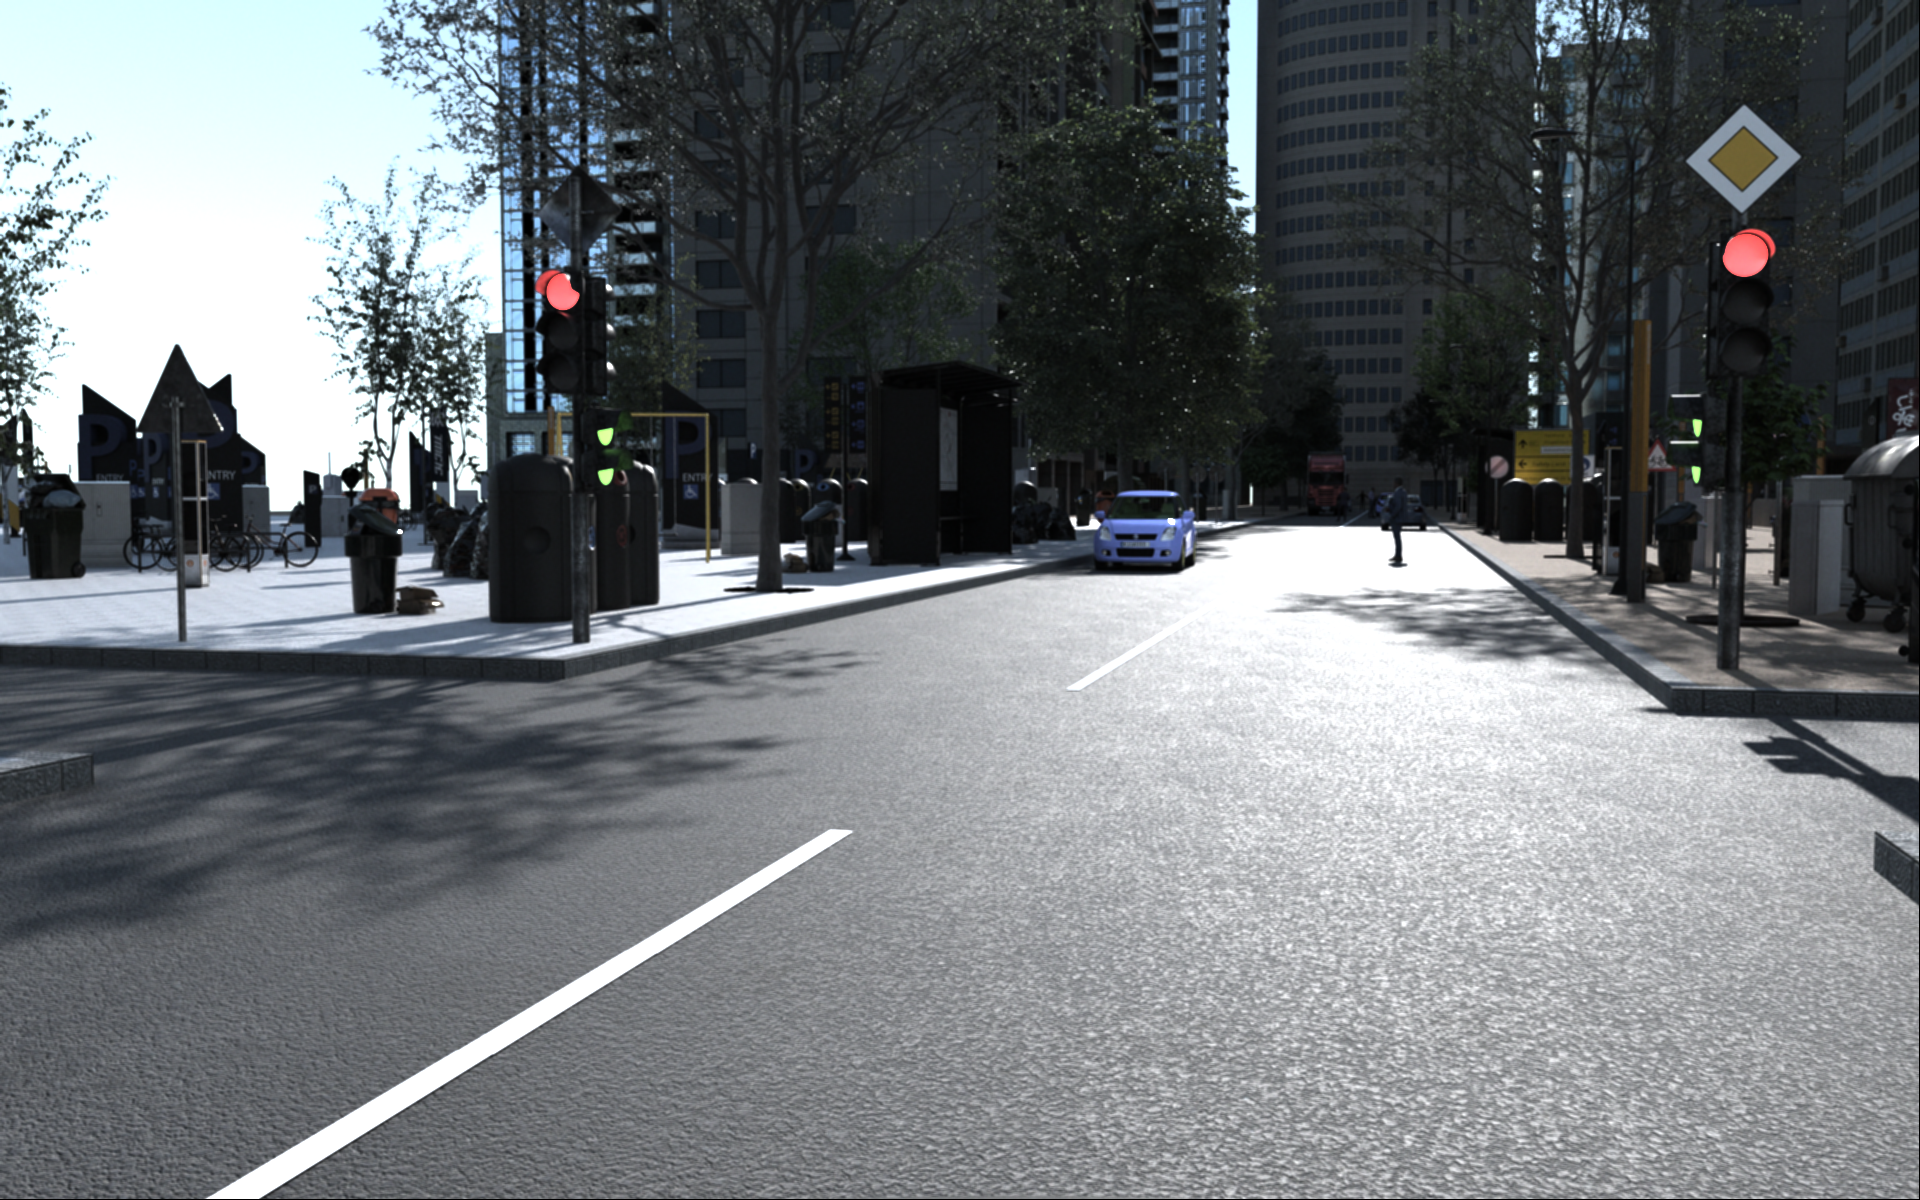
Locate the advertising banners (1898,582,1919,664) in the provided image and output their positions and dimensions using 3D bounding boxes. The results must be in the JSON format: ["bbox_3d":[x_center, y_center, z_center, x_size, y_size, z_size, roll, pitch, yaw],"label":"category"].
[{"bbox_3d":[7.293,-0.978,12.170,0.090,3.025,2.074,0,4,-3],"label":"advertising banners"}]

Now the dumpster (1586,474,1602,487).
[{"bbox_3d":[18.427,-2.680,49.571,1.264,1.857,1.865,1,4,14],"label":"dumpster"}]

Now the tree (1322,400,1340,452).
[{"bbox_3d":[32.143,-14.949,162.537,7.486,12.596,7.792,0,3,0],"label":"tree"}]

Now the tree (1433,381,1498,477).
[{"bbox_3d":[31.249,-9.537,106.299,4.360,8.622,3.978,0,3,0],"label":"tree"}]

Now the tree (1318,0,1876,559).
[{"bbox_3d":[12.258,-7.567,34.086,12.009,13.543,11.850,0,3,0],"label":"tree"}]

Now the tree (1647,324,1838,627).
[{"bbox_3d":[7.625,-1.375,17.089,1.663,3.219,1.824,0,3,0],"label":"tree"}]

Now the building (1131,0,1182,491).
[{"bbox_3d":[3.313,-30.078,146.406,28.867,44.769,22.147,1,4,14],"label":"building"}]

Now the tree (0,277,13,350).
[{"bbox_3d":[-22.716,-5.318,37.313,4.737,8.622,4.395,0,3,0],"label":"tree"}]

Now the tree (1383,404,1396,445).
[{"bbox_3d":[34.817,-11.572,123.611,8.767,10.594,7.601,-1,4,-11],"label":"tree"}]

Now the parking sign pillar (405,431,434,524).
[{"bbox_3d":[-23.218,-5.272,74.667,1.447,3.967,1.447,1,4,11],"label":"parking sign pillar"}]

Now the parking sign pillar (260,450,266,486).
[{"bbox_3d":[-32.145,-5.506,78.496,1.447,3.967,1.447,1,4,11],"label":"parking sign pillar"}]

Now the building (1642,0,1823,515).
[{"bbox_3d":[50.572,-34.048,98.688,21.231,58.520,28.212,1,4,14],"label":"building"}]

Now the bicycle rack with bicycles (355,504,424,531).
[{"bbox_3d":[-20.228,-2.958,61.737,2.925,0.926,2.852,3,5,44],"label":"bicycle rack with bicycles"}]

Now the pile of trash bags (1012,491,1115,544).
[{"bbox_3d":[2.698,-2.363,48.385,3.447,1.369,1.912,-1,4,-13],"label":"pile of trash bags"}]

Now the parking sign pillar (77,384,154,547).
[{"bbox_3d":[-20.789,-3.289,42.246,1.447,3.967,1.447,0,4,5],"label":"parking sign pillar"}]

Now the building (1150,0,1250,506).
[{"bbox_3d":[17.002,-53.920,194.261,31.000,86.520,22.319,1,4,14],"label":"building"}]

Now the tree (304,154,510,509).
[{"bbox_3d":[-12.638,-5.398,38.615,4.360,8.622,3.978,0,3,0],"label":"tree"}]

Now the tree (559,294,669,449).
[{"bbox_3d":[-12.571,-6.899,63.155,4.737,8.622,4.395,0,3,0],"label":"tree"}]

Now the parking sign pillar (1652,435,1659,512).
[{"bbox_3d":[31.396,-5.566,79.470,1.447,3.967,1.447,-1,4,-23],"label":"parking sign pillar"}]

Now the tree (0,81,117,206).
[{"bbox_3d":[-13.896,-4.447,23.069,4.360,8.622,3.978,0,3,0],"label":"tree"}]

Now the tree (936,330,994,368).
[{"bbox_3d":[-0.279,-7.777,77.522,4.737,8.622,4.395,0,3,0],"label":"tree"}]

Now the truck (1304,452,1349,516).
[{"bbox_3d":[24.794,-7.841,117.115,2.839,4.237,11.283,1,4,12],"label":"truck"}]

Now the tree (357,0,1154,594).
[{"bbox_3d":[-2.402,-6.856,22.463,12.009,13.543,11.850,0,3,0],"label":"tree"}]

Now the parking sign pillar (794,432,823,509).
[{"bbox_3d":[-6.557,-5.295,75.045,1.447,3.967,1.447,3,4,37],"label":"parking sign pillar"}]

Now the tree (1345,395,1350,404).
[{"bbox_3d":[24.894,-13.835,132.853,9.857,13.997,8.962,0,3,0],"label":"tree"}]

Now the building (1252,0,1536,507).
[{"bbox_3d":[46.461,-39.482,187.524,28.212,58.520,21.231,1,4,14],"label":"building"}]

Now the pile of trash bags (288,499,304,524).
[{"bbox_3d":[-27.864,-4.068,76.260,1.912,1.369,3.447,1,4,16],"label":"pile of trash bags"}]

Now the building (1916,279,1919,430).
[{"bbox_3d":[31.451,-23.744,38.318,14.600,45.320,14.200,1,4,14],"label":"building"}]

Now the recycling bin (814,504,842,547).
[{"bbox_3d":[-3.168,-1.805,42.072,0.722,1.027,0.722,0,4,-5],"label":"recycling bin"}]

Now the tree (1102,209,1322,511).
[{"bbox_3d":[8.912,-9.253,69.420,7.486,12.596,7.792,0,3,0],"label":"tree"}]

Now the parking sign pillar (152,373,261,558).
[{"bbox_3d":[-15.431,-2.873,35.453,1.447,3.967,1.447,3,5,44],"label":"parking sign pillar"}]

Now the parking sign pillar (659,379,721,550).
[{"bbox_3d":[-6.322,-3.191,40.644,1.447,3.967,1.447,0,4,-7],"label":"parking sign pillar"}]

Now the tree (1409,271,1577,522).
[{"bbox_3d":[24.506,-9.428,79.900,9.928,11.665,9.643,0,3,0],"label":"tree"}]

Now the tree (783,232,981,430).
[{"bbox_3d":[-3.101,-8.659,67.329,9.928,11.665,9.643,0,3,0],"label":"tree"}]

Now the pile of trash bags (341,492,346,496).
[{"bbox_3d":[-8.823,-1.248,30.159,3.447,1.369,1.912,1,4,8],"label":"pile of trash bags"}]

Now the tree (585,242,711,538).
[{"bbox_3d":[-8.996,-6.096,50.032,4.360,8.622,3.978,0,3,0],"label":"tree"}]

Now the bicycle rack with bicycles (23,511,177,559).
[{"bbox_3d":[-18.332,-1.439,36.906,2.852,0.926,2.925,0,4,7],"label":"bicycle rack with bicycles"}]

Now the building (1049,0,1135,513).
[{"bbox_3d":[4.012,-26.683,119.864,14.154,41.232,14.086,1,4,14],"label":"building"}]

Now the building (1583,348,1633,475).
[{"bbox_3d":[59.467,-49.749,126.072,22.319,86.520,31.000,1,4,14],"label":"building"}]

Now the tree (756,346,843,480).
[{"bbox_3d":[-8.120,-8.349,86.875,4.360,8.622,3.978,0,3,0],"label":"tree"}]

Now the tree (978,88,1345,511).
[{"bbox_3d":[5.052,-8.977,53.427,9.857,13.997,8.962,0,3,0],"label":"tree"}]

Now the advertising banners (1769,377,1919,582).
[{"bbox_3d":[13.462,-1.842,26.298,2.074,3.025,0.090,1,4,20],"label":"advertising banners"}]

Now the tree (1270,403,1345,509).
[{"bbox_3d":[29.841,-13.241,150.899,8.767,10.594,7.601,3,4,39],"label":"tree"}]

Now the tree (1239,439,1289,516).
[{"bbox_3d":[17.832,-7.205,101.516,4.285,4.588,4.351,0,3,0],"label":"tree"}]

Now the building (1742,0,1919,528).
[{"bbox_3d":[46.946,-22.666,62.474,32.217,40.220,23.993,1,4,14],"label":"building"}]

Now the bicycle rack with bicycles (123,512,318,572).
[{"bbox_3d":[-12.741,-0.977,29.360,2.925,0.926,2.852,0,4,-1],"label":"bicycle rack with bicycles"}]

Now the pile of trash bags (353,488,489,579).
[{"bbox_3d":[-7.435,-1.028,26.563,3.447,1.369,1.912,-2,4,-25],"label":"pile of trash bags"}]

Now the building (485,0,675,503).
[{"bbox_3d":[-26.017,-51.288,151.226,31.000,86.520,22.319,1,4,14],"label":"building"}]

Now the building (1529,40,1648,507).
[{"bbox_3d":[75.171,-34.379,181.710,30.456,49.044,23.786,1,4,14],"label":"building"}]

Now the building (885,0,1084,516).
[{"bbox_3d":[-3.442,-40.576,101.671,20.563,71.187,20.611,1,4,14],"label":"building"}]

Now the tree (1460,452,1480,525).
[{"bbox_3d":[21.397,-4.719,71.753,1.663,3.219,1.824,0,3,0],"label":"tree"}]

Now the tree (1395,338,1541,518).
[{"bbox_3d":[27.829,-9.746,93.751,7.601,10.594,8.767,1,4,16],"label":"tree"}]

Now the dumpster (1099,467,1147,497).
[{"bbox_3d":[5.793,-3.610,61.512,1.502,2.255,1.985,1,4,14],"label":"dumpster"}]
